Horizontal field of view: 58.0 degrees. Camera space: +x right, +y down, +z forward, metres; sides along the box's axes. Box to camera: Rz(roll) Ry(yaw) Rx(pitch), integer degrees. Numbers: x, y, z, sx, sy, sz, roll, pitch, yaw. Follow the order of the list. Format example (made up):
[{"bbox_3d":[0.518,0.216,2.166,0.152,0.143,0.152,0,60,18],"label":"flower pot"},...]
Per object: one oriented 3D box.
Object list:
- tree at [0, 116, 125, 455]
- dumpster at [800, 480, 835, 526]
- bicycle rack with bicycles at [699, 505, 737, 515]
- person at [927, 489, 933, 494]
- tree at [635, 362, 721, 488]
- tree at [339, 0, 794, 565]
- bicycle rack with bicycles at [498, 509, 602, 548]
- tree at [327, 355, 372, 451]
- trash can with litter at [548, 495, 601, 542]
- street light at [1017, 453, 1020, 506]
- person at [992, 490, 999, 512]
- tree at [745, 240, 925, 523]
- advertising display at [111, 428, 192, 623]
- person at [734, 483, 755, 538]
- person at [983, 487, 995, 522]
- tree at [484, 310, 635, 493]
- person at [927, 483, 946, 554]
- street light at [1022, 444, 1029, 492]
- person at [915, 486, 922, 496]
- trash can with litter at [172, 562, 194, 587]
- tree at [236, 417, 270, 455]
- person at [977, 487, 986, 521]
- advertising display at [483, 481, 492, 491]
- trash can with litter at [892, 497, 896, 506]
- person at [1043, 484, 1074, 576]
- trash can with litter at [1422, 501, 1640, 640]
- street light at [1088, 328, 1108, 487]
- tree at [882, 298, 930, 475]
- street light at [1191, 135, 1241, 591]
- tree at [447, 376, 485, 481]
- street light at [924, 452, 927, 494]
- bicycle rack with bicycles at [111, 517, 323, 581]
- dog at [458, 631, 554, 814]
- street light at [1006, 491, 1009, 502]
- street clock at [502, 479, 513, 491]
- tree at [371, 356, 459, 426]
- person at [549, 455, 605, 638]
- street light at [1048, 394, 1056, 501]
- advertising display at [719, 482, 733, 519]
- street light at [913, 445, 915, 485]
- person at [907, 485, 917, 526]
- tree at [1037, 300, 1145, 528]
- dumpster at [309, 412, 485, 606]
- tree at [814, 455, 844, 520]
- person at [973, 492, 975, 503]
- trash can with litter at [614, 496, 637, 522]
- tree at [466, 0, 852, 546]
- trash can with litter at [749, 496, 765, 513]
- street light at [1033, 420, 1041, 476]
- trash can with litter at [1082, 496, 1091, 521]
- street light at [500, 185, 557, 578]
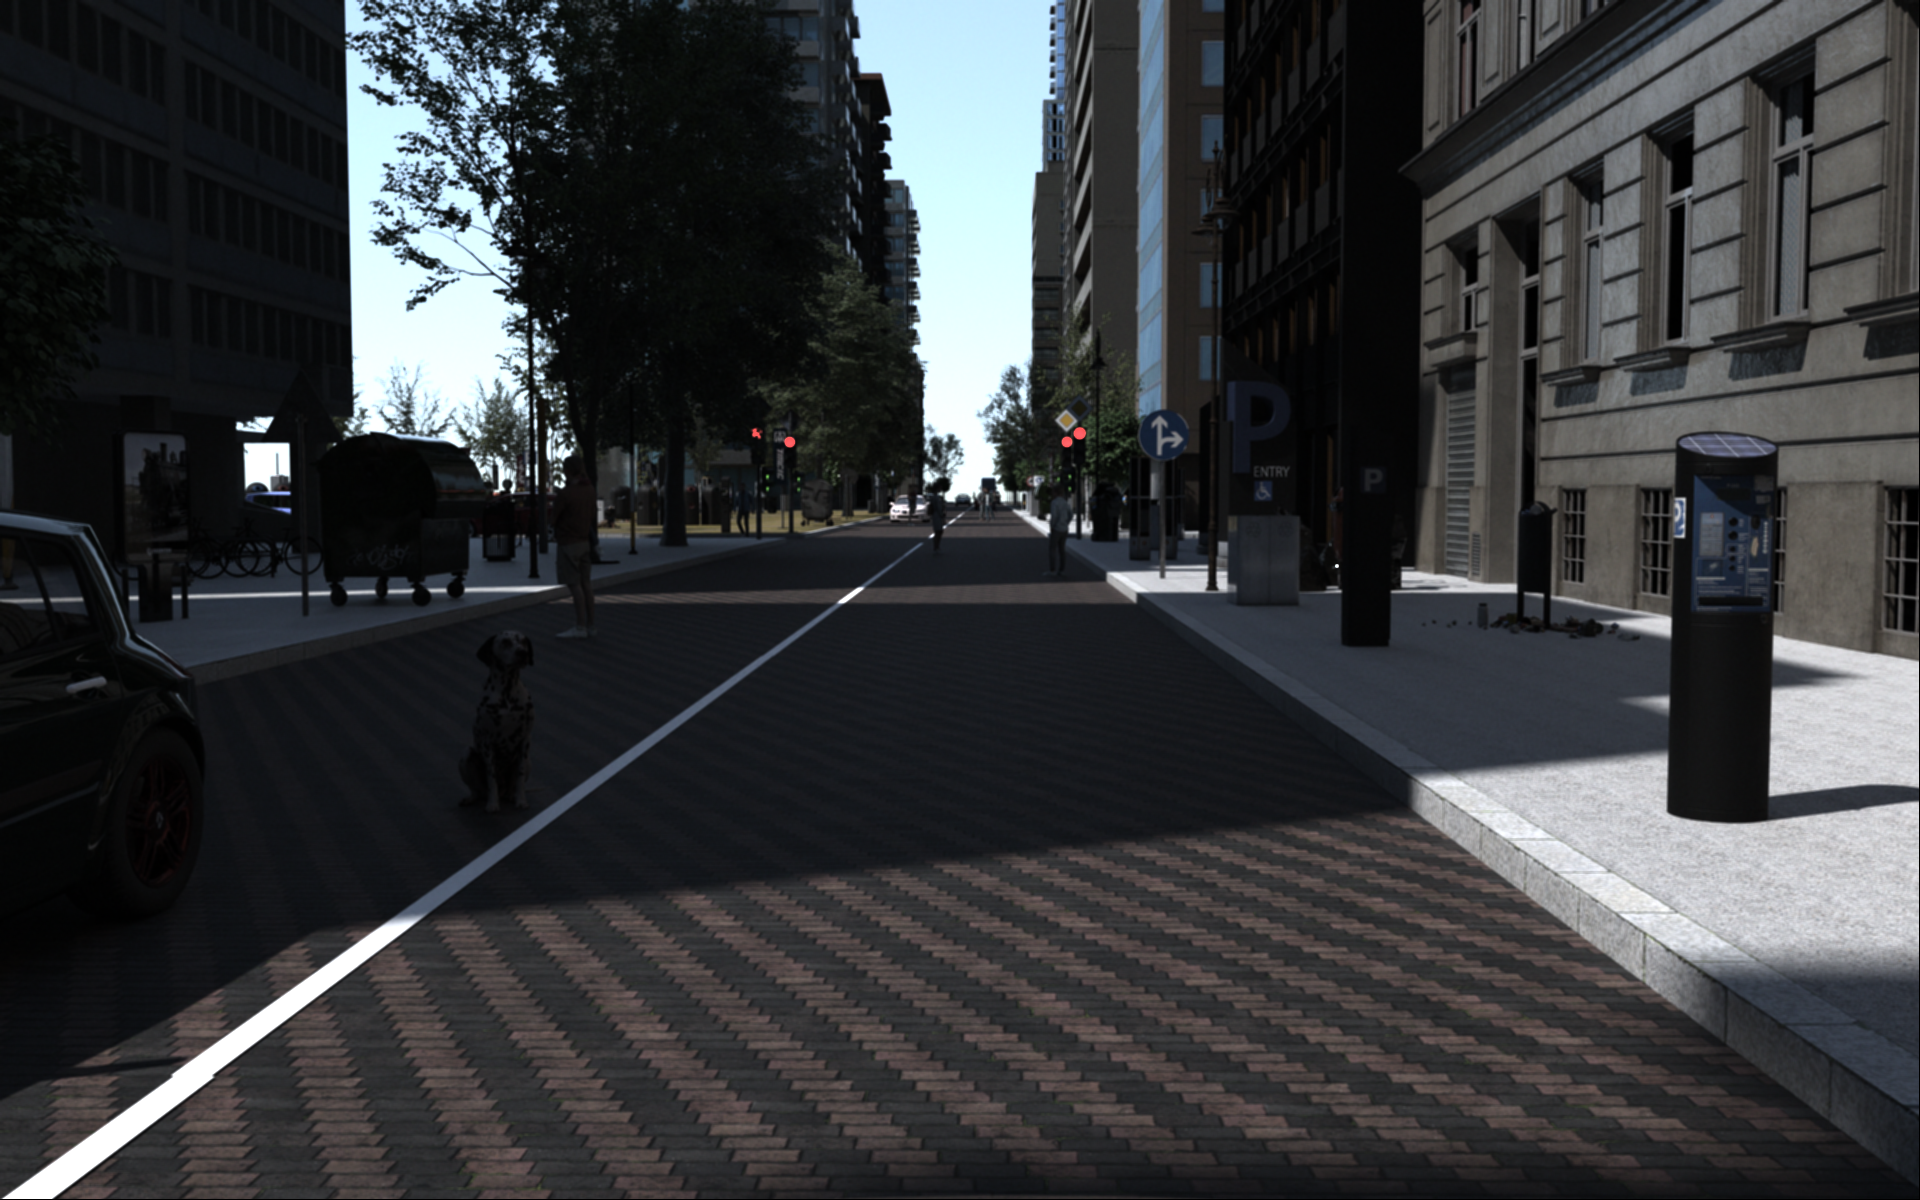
[{"bbox_3d":[-7.921,-1.784,12.882,4.285,4.588,4.351,0,3,0],"label":"tree"},{"bbox_3d":[-5.739,-3.904,69.583,1.264,1.857,1.865,0,4,1],"label":"dumpster"},{"bbox_3d":[-14.578,-5.533,103.843,2.925,0.926,2.852,0,4,-2],"label":"bicycle rack with bicycles"},{"bbox_3d":[-2.093,-6.920,121.828,0.592,1.802,0.473,3,5,40],"label":"person"},{"bbox_3d":[-16.174,-8.699,92.593,4.737,8.622,4.395,0,3,0],"label":"tree"},{"bbox_3d":[-6.882,-6.461,31.386,9.928,11.665,9.643,0,3,0],"label":"tree"},{"bbox_3d":[-9.869,-1.751,42.016,2.852,0.926,2.925,0,4,4],"label":"bicycle rack with bicycles"},{"bbox_3d":[-31.195,-8.319,86.382,4.737,8.622,4.395,0,3,0],"label":"tree"},{"bbox_3d":[-10.624,-2.175,46.616,1.678,1.210,2.233,0,4,1],"label":"trash can with litter"},{"bbox_3d":[5.630,-11.215,156.146,0.468,5.910,1.993,0,4,1],"label":"street light"},{"bbox_3d":[2.777,-7.908,138.319,0.617,1.759,0.750,1,4,19],"label":"person"},{"bbox_3d":[-5.892,-9.747,77.486,7.486,12.596,7.792,0,3,0],"label":"tree"},{"bbox_3d":[-8.094,-0.744,17.385,0.123,1.923,0.974,1,4,14],"label":"advertising display"},{"bbox_3d":[-6.693,-2.746,53.747,0.601,1.785,0.444,1,4,17],"label":"person"},{"bbox_3d":[1.488,-4.967,90.056,0.623,1.781,0.721,1,4,22],"label":"person"},{"bbox_3d":[-14.068,-6.743,60.610,4.737,8.622,4.395,0,3,0],"label":"tree"},{"bbox_3d":[-0.549,-1.962,41.585,0.522,1.701,0.512,-1,4,-21],"label":"person"},{"bbox_3d":[5.125,-9.711,131.562,0.468,5.910,1.993,0,4,1],"label":"street light"},{"bbox_3d":[-2.455,-5.475,97.370,0.474,1.900,0.648,2,4,24],"label":"person"},{"bbox_3d":[-11.076,-0.791,24.318,1.055,1.170,0.624,3,5,43],"label":"trash can with litter"},{"bbox_3d":[-29.228,-7.191,67.929,4.360,8.622,3.978,0,3,0],"label":"tree"},{"bbox_3d":[1.228,-5.223,93.996,0.391,1.810,0.635,2,4,35],"label":"person"},{"bbox_3d":[-23.712,-4.953,86.189,0.123,1.923,0.974,3,5,40],"label":"advertising display"},{"bbox_3d":[-4.666,-6.934,124.754,1.055,1.170,0.624,0,4,2],"label":"trash can with litter"},{"bbox_3d":[1.732,-1.229,30.397,0.589,1.601,0.330,-3,4,-37],"label":"person"},{"bbox_3d":[5.468,-0.313,16.183,1.678,1.210,2.233,-1,4,-11],"label":"trash can with litter"},{"bbox_3d":[3.844,-4.626,48.427,0.468,5.910,1.993,0,4,1],"label":"street light"},{"bbox_3d":[-6.443,-11.729,98.420,9.857,13.997,8.962,0,3,0],"label":"tree"},{"bbox_3d":[3.345,-3.059,22.795,0.468,5.910,1.993,0,4,1],"label":"street light"},{"bbox_3d":[-28.347,-9.400,104.056,4.737,8.622,4.395,0,3,0],"label":"tree"},{"bbox_3d":[-3.719,-13.004,185.398,0.468,5.910,1.993,0,4,1],"label":"street light"},{"bbox_3d":[-11.491,-0.835,27.028,2.925,0.926,2.852,-1,4,-19],"label":"bicycle rack with bicycles"},{"bbox_3d":[-2.068,0.535,8.083,0.513,0.831,0.800,1,4,14],"label":"dog"},{"bbox_3d":[7.486,-17.925,265.853,0.468,5.910,1.993,0,4,1],"label":"street light"},{"bbox_3d":[-22.102,-4.896,84.619,0.471,2.002,0.358,2,4,25],"label":"street clock"},{"bbox_3d":[-29.470,-8.746,93.357,4.360,8.622,3.978,0,3,0],"label":"tree"},{"bbox_3d":[-3.852,-0.546,17.396,0.573,1.828,0.580,-2,4,-25],"label":"person"},{"bbox_3d":[4.342,-6.591,80.544,0.468,5.910,1.993,0,4,1],"label":"street light"},{"bbox_3d":[-12.214,-5.210,90.400,0.974,1.923,0.123,3,5,40],"label":"advertising display"},{"bbox_3d":[-4.306,-11.438,159.793,0.468,5.910,1.993,0,4,1],"label":"street light"},{"bbox_3d":[-2.185,-4.295,78.698,0.573,1.828,0.580,-3,5,-40],"label":"person"},{"bbox_3d":[4.865,-7.036,65.393,4.737,8.622,4.395,0,3,0],"label":"tree"},{"bbox_3d":[-6.641,-1.102,20.510,1.502,2.255,1.985,0,4,1],"label":"dumpster"},{"bbox_3d":[-6.489,-5.628,86.620,1.663,3.219,1.824,0,3,0],"label":"tree"},{"bbox_3d":[2.143,-15.806,266.906,0.705,1.826,1.348,0,4,-7],"label":"person"},{"bbox_3d":[-15.179,-4.206,79.822,2.233,1.210,1.678,-1,4,-18],"label":"trash can with litter"},{"bbox_3d":[-7.100,-8.316,42.614,9.857,13.997,8.962,0,3,0],"label":"tree"},{"bbox_3d":[-13.999,-6.487,117.119,1.678,1.210,2.233,2,4,26],"label":"trash can with litter"},{"bbox_3d":[4.708,-8.145,105.957,0.468,5.910,1.993,0,4,1],"label":"street light"},{"bbox_3d":[6.208,-4.335,82.262,0.624,1.170,1.055,-1,4,-20],"label":"trash can with litter"},{"bbox_3d":[-6.522,-3.275,26.337,0.468,5.910,1.993,0,4,1],"label":"street light"}]
